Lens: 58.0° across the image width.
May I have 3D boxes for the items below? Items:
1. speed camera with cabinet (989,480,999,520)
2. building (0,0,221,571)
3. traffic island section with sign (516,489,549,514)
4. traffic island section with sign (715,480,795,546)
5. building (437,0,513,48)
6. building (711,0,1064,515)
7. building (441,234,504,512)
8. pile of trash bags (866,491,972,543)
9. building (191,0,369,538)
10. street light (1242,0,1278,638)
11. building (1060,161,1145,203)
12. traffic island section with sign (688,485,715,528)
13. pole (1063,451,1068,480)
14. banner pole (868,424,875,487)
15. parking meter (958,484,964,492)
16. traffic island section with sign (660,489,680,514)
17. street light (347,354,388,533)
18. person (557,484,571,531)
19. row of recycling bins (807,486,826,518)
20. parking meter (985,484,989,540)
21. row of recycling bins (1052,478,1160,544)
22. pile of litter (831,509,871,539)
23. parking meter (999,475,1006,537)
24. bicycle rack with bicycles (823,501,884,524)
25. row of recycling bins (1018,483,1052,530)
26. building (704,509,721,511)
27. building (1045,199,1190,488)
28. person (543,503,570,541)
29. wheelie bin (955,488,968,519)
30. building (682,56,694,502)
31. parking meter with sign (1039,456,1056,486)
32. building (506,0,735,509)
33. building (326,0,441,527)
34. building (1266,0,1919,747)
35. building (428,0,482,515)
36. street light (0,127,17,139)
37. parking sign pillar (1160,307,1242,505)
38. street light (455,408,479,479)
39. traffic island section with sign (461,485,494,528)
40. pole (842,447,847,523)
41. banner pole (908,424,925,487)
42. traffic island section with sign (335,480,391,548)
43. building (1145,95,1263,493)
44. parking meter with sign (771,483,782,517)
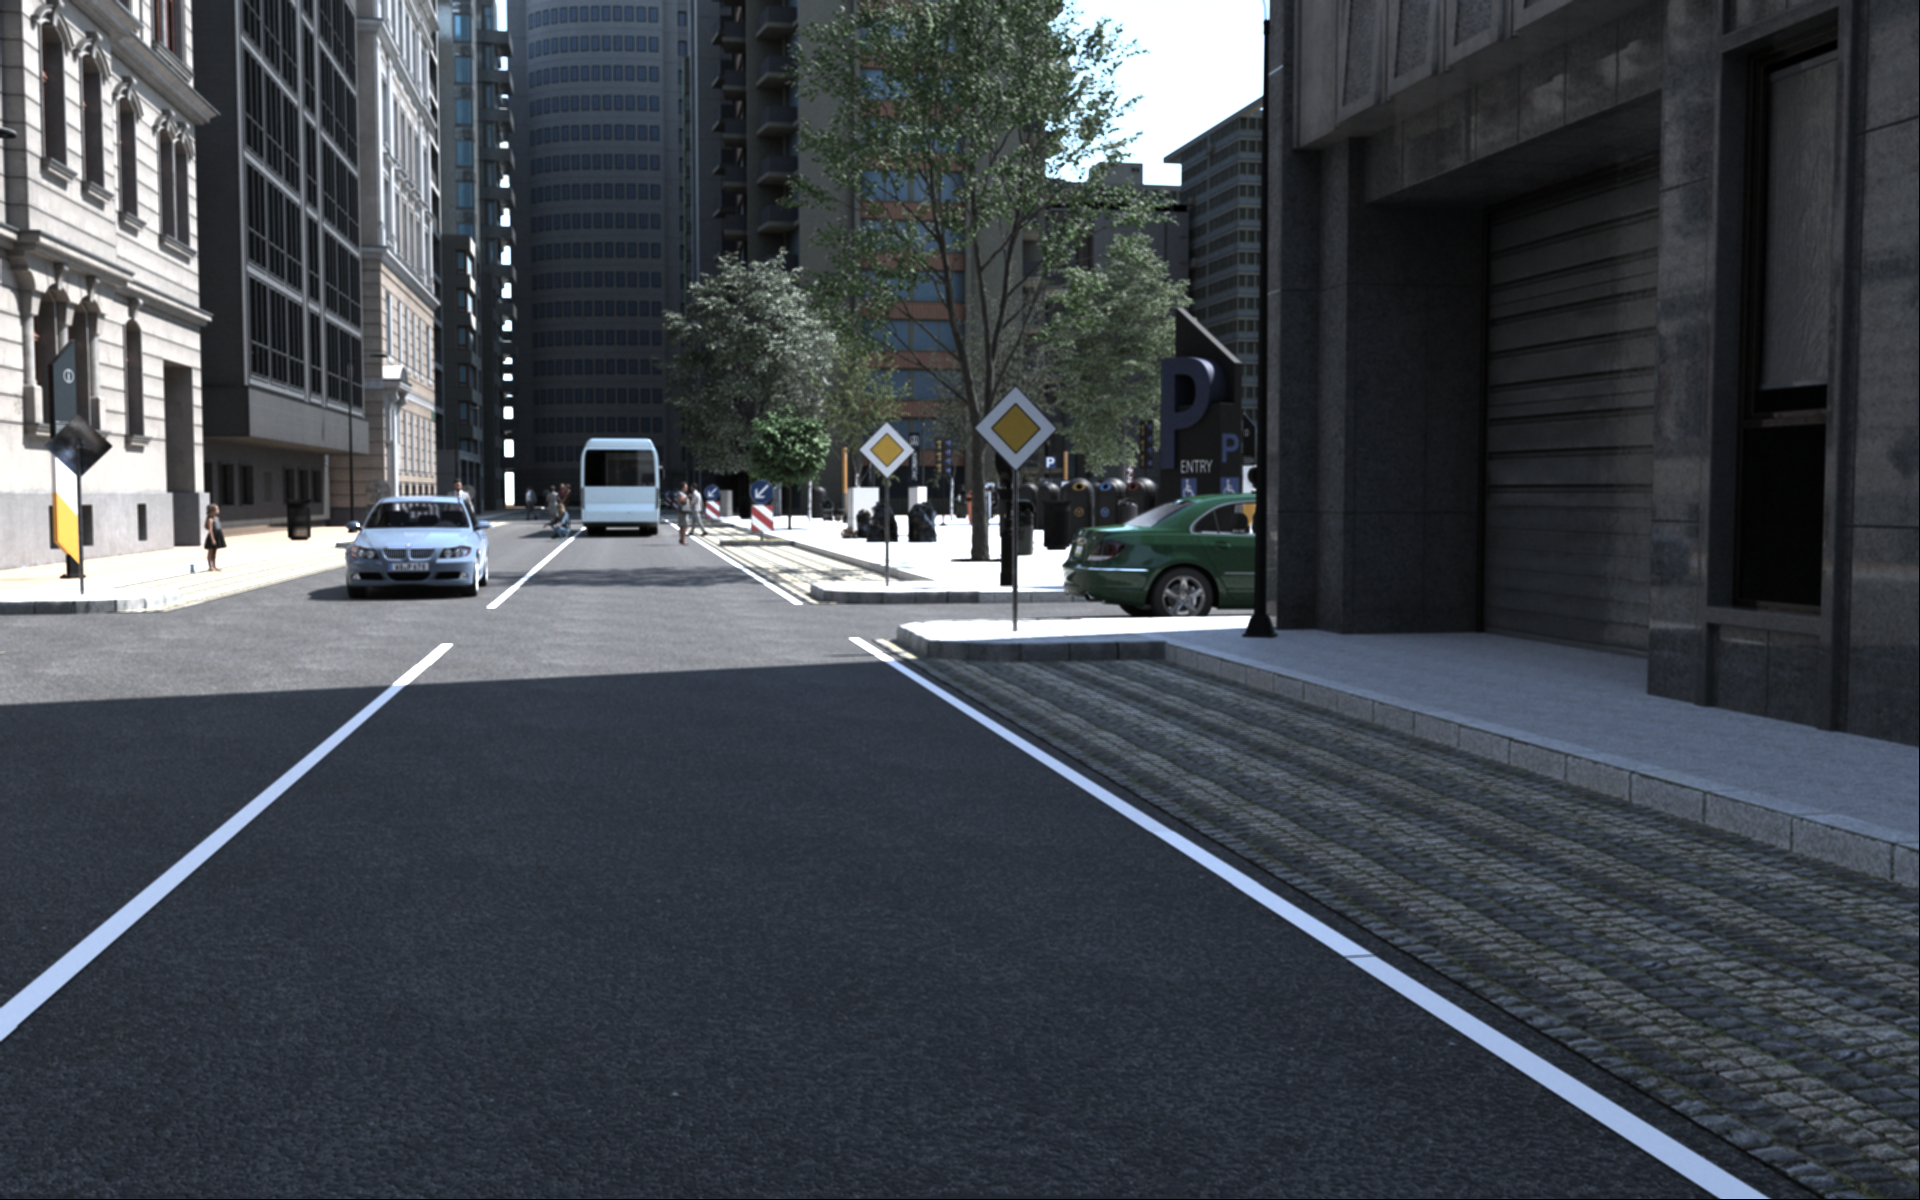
[{"bbox_3d":[1.570,-5.650,86.711,2.038,3.252,0.660,0,4,-4],"label":"speed camera with cabinet"},{"bbox_3d":[-22.812,-14.874,30.586,14.401,28.519,23.554,-1,4,-11],"label":"building"},{"bbox_3d":[-30.360,-6.969,122.566,1.989,1.847,2.006,-1,4,-11],"label":"traffic island section with sign"},{"bbox_3d":[-5.674,-2.418,48.158,1.989,1.847,2.006,-1,4,-11],"label":"traffic island section with sign"},{"bbox_3d":[-55.646,-32.721,154.600,30.456,49.044,23.786,-1,4,-11],"label":"building"},{"bbox_3d":[-5.474,-28.375,118.554,22.147,44.769,28.867,-1,4,-11],"label":"building"},{"bbox_3d":[-48.985,-17.267,127.347,27.650,21.520,28.899,-1,4,-11],"label":"building"},{"bbox_3d":[-0.897,-2.247,46.485,3.447,1.369,1.912,1,4,15],"label":"pile of trash bags"},{"bbox_3d":[-27.700,-15.938,54.092,14.314,27.812,24.014,-1,4,-11],"label":"building"},{"bbox_3d":[2.178,-2.619,15.369,1.470,5.913,1.316,-1,4,-11],"label":"street light"},{"bbox_3d":[18.760,-31.403,205.321,23.993,40.220,32.217,-1,4,-11],"label":"building"},{"bbox_3d":[-10.812,-4.036,74.621,1.989,1.847,2.006,-1,4,-11],"label":"traffic island section with sign"},{"bbox_3d":[5.023,-5.415,82.375,0.158,3.312,0.155,0,3,0],"label":"pole"},{"bbox_3d":[-3.152,-4.391,61.816,0.401,3.779,0.863,-1,4,-20],"label":"banner pole"},{"bbox_3d":[0.079,-5.731,99.420,0.255,1.863,0.399,1,4,16],"label":"parking meter"},{"bbox_3d":[-20.404,-7.060,124.056,1.989,1.847,2.006,-1,4,-11],"label":"traffic island section with sign"},{"bbox_3d":[-19.596,-5.185,57.321,1.470,5.913,1.316,-1,4,-11],"label":"street light"},{"bbox_3d":[-15.389,-3.608,67.463,0.580,1.828,0.573,1,4,10],"label":"person"},{"bbox_3d":[-7.697,-5.244,92.846,1.069,1.692,3.534,0,4,-6],"label":"row of recycling bins"},{"bbox_3d":[0.481,-1.925,39.881,0.372,1.533,0.369,0,3,0],"label":"parking meter"},{"bbox_3d":[4.216,-2.268,44.193,3.534,1.692,1.069,2,4,34],"label":"row of recycling bins"},{"bbox_3d":[-2.956,-2.217,50.216,1.719,0.858,1.176,-1,4,-20],"label":"pile of litter"},{"bbox_3d":[1.359,-2.827,51.938,0.255,1.863,0.399,-1,4,-21],"label":"parking meter"},{"bbox_3d":[-4.424,-3.726,74.302,2.852,0.926,2.925,2,4,33],"label":"bicycle rack with bicycles"},{"bbox_3d":[3.649,-3.376,62.316,3.534,1.692,1.069,2,4,30],"label":"row of recycling bins"},{"bbox_3d":[-12.080,-36.939,145.946,21.231,58.520,28.212,-1,4,-11],"label":"building"},{"bbox_3d":[14.072,-24.564,173.329,14.107,30.474,14.160,-1,4,-11],"label":"building"},{"bbox_3d":[-12.257,-2.383,52.955,0.738,1.151,1.012,-2,4,-29],"label":"person"},{"bbox_3d":[0.090,-5.072,90.836,0.693,1.594,0.980,0,4,-1],"label":"wheelie bin"},{"bbox_3d":[-19.503,-29.557,166.848,14.154,41.232,14.086,-1,4,-11],"label":"building"},{"bbox_3d":[4.018,-5.184,81.020,0.543,3.016,1.738,-1,4,-11],"label":"parking meter with sign"},{"bbox_3d":[-34.544,-39.602,189.484,28.212,58.520,21.231,-1,4,-11],"label":"building"},{"bbox_3d":[-30.583,-17.739,75.940,13.634,28.700,20.117,-1,4,-11],"label":"building"},{"bbox_3d":[10.706,-11.581,7.373,12.078,24.808,19.932,-1,4,-11],"label":"building"},{"bbox_3d":[-39.693,-40.602,102.098,20.563,71.187,20.611,-1,4,-11],"label":"building"},{"bbox_3d":[-12.654,-3.026,22.011,1.470,5.913,1.316,-1,4,-11],"label":"street light"},{"bbox_3d":[3.398,-2.204,24.509,1.447,3.967,1.447,-2,4,-32],"label":"parking sign pillar"},{"bbox_3d":[-26.487,-7.366,92.969,1.470,5.913,1.316,-1,4,-11],"label":"street light"},{"bbox_3d":[-20.853,-3.970,73.533,1.989,1.847,2.006,-1,4,-11],"label":"traffic island section with sign"},{"bbox_3d":[-5.033,-5.006,75.684,0.158,3.312,0.155,0,3,0],"label":"pole"},{"bbox_3d":[-1.501,-4.389,61.776,0.863,3.779,0.401,3,4,36],"label":"banner pole"},{"bbox_3d":[-15.633,-2.323,46.603,1.989,1.847,2.006,-1,4,-11],"label":"traffic island section with sign"},{"bbox_3d":[34.432,-29.126,168.098,23.993,40.220,32.217,-1,4,-11],"label":"building"},{"bbox_3d":[-10.389,-6.231,98.144,0.543,3.016,1.738,0,4,3],"label":"parking meter with sign"}]
